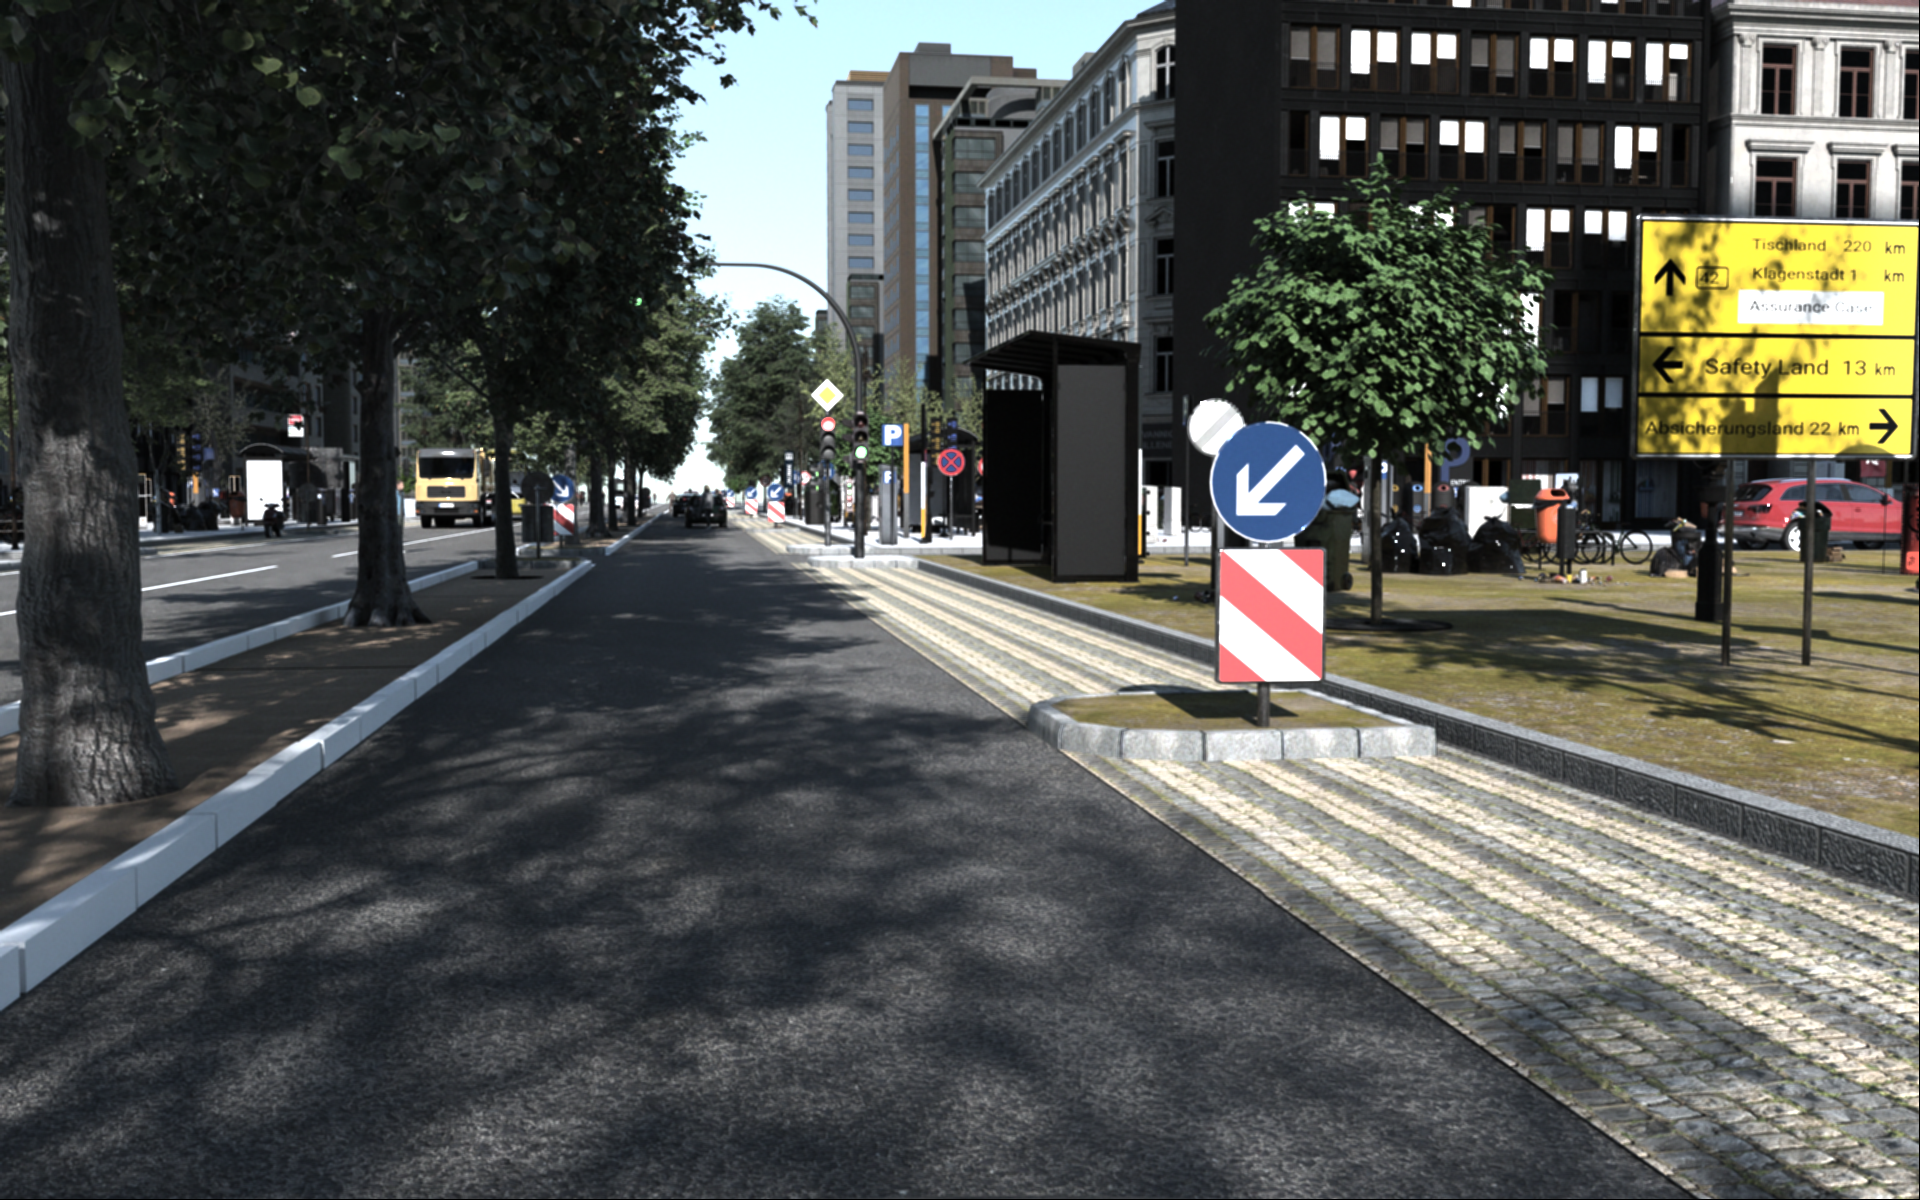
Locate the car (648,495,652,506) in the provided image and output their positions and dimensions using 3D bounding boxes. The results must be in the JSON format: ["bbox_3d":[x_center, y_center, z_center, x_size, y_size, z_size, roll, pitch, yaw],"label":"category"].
[{"bbox_3d":[-38.713,-12.256,212.386,2.014,1.417,4.499,-1,4,-10],"label":"car"}]

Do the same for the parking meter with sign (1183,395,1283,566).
[{"bbox_3d":[4.858,-2.111,30.780,1.738,3.016,0.543,0,4,-2],"label":"parking meter with sign"}]

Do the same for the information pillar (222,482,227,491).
[{"bbox_3d":[-46.237,-6.396,109.061,0.304,2.012,0.304,2,4,25],"label":"information pillar"}]

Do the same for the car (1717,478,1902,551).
[{"bbox_3d":[21.246,-2.051,42.208,5.304,1.827,2.281,-1,4,-9],"label":"car"}]

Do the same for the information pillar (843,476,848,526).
[{"bbox_3d":[-4.501,-4.720,68.530,0.183,3.616,0.504,-1,4,-10],"label":"information pillar"}]

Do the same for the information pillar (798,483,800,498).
[{"bbox_3d":[-10.786,-6.876,116.912,0.304,2.012,0.304,-1,4,-16],"label":"information pillar"}]

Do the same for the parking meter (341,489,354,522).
[{"bbox_3d":[-28.123,-4.333,79.257,0.372,1.533,0.369,0,3,0],"label":"parking meter"}]

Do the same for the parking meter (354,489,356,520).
[{"bbox_3d":[-30.241,-4.748,86.048,0.372,1.533,0.369,0,3,0],"label":"parking meter"}]

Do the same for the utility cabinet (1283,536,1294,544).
[{"bbox_3d":[8.240,-2.164,44.068,1.173,1.500,0.318,-3,5,-44],"label":"utility cabinet"}]

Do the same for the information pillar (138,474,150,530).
[{"bbox_3d":[-29.656,-3.560,62.694,0.304,2.012,0.304,3,5,44],"label":"information pillar"}]

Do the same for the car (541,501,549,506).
[{"bbox_3d":[-29.711,-6.841,120.895,2.155,1.783,4.494,-1,4,-8],"label":"car"}]

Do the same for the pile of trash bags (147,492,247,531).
[{"bbox_3d":[-26.522,-3.116,60.699,3.447,1.369,1.912,1,4,14],"label":"pile of trash bags"}]

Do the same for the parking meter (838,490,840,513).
[{"bbox_3d":[-7.451,-5.917,105.158,0.372,1.533,0.369,0,3,0],"label":"parking meter"}]

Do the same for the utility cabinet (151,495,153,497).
[{"bbox_3d":[-39.376,-4.489,84.555,0.306,1.237,1.020,-3,4,-39],"label":"utility cabinet"}]

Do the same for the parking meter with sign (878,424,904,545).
[{"bbox_3d":[-1.809,-2.925,44.086,0.543,3.016,1.738,-1,4,-9],"label":"parking meter with sign"}]

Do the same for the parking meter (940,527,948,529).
[{"bbox_3d":[-0.614,-3.596,64.498,0.399,1.863,0.255,-3,5,-41],"label":"parking meter"}]

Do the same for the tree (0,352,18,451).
[{"bbox_3d":[-35.545,-6.837,62.153,4.737,8.622,4.395,0,3,0],"label":"tree"}]

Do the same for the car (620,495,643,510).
[{"bbox_3d":[-29.211,-8.681,154.290,2.083,1.381,4.827,0,4,-7],"label":"car"}]

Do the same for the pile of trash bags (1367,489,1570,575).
[{"bbox_3d":[8.563,-1.147,28.504,3.447,1.369,1.912,-1,4,-21],"label":"pile of trash bags"}]

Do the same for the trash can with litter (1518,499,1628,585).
[{"bbox_3d":[9.121,-0.884,25.512,1.678,1.210,2.233,2,4,31],"label":"trash can with litter"}]

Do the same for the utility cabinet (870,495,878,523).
[{"bbox_3d":[-3.964,-4.100,78.199,0.306,1.237,1.020,-1,4,-18],"label":"utility cabinet"}]

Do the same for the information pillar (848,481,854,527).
[{"bbox_3d":[-4.081,-4.639,67.204,0.183,3.616,0.504,1,4,11],"label":"information pillar"}]

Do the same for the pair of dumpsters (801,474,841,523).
[{"bbox_3d":[-6.345,-4.704,79.397,1.574,2.255,4.437,-1,4,-9],"label":"pair of dumpsters"}]

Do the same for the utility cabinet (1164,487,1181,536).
[{"bbox_3d":[6.542,-2.726,53.246,0.318,1.500,1.173,0,4,-5],"label":"utility cabinet"}]

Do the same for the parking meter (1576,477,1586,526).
[{"bbox_3d":[21.171,-3.277,59.291,0.399,1.863,0.255,0,4,5],"label":"parking meter"}]

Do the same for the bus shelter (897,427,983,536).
[{"bbox_3d":[-0.668,-3.717,54.704,2.014,3.302,5.546,-1,4,-9],"label":"bus shelter"}]

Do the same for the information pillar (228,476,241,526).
[{"bbox_3d":[-29.482,-4.035,70.469,0.304,2.012,0.304,2,4,30],"label":"information pillar"}]

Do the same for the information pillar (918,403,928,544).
[{"bbox_3d":[-0.932,-3.277,44.941,0.183,3.616,0.504,0,4,6],"label":"information pillar"}]

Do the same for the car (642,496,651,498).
[{"bbox_3d":[-36.828,-11.695,200.259,2.155,1.783,4.494,0,4,-8],"label":"car"}]

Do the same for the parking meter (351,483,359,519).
[{"bbox_3d":[-31.481,-5.168,90.211,0.399,1.863,0.255,3,5,39],"label":"parking meter"}]

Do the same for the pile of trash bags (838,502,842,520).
[{"bbox_3d":[-4.994,-4.653,85.834,1.912,1.369,3.447,-1,4,-11],"label":"pile of trash bags"}]

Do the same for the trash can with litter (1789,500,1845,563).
[{"bbox_3d":[16.168,-1.298,32.615,1.055,1.170,0.624,-2,4,-34],"label":"trash can with litter"}]

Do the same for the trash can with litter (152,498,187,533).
[{"bbox_3d":[-26.004,-2.788,56.964,1.055,1.170,0.624,-1,4,-20],"label":"trash can with litter"}]

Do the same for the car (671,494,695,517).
[{"bbox_3d":[-17.196,-6.074,109.103,2.009,1.686,4.222,0,4,-8],"label":"car"}]

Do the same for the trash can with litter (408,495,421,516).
[{"bbox_3d":[-32.179,-5.467,100.446,2.233,1.210,1.678,-2,4,-33],"label":"trash can with litter"}]

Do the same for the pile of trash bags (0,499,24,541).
[{"bbox_3d":[-25.999,-2.391,48.844,1.912,1.369,3.447,2,4,32],"label":"pile of trash bags"}]

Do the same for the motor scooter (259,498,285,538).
[{"bbox_3d":[-22.674,-2.719,57.228,0.815,1.314,1.986,-1,4,-9],"label":"motor scooter"}]

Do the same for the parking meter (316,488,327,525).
[{"bbox_3d":[-26.252,-3.842,71.222,0.372,1.533,0.369,0,3,0],"label":"parking meter"}]

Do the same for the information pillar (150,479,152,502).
[{"bbox_3d":[-39.256,-4.842,83.661,0.304,2.012,0.304,-3,5,-43],"label":"information pillar"}]

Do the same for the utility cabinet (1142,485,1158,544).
[{"bbox_3d":[4.475,-2.158,43.970,1.173,1.500,0.318,-2,4,-32],"label":"utility cabinet"}]

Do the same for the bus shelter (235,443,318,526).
[{"bbox_3d":[-28.272,-4.766,71.853,2.014,3.302,5.546,-1,4,-9],"label":"bus shelter"}]

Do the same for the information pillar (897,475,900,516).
[{"bbox_3d":[-3.572,-6.602,99.296,0.183,3.616,0.504,-1,4,-20],"label":"information pillar"}]

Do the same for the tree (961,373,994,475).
[{"bbox_3d":[0.554,-9.422,104.414,4.737,8.622,4.395,0,3,0],"label":"tree"}]

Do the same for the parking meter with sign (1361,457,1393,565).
[{"bbox_3d":[7.624,-2.154,31.480,0.543,3.016,1.738,0,4,2],"label":"parking meter with sign"}]

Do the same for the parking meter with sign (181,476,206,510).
[{"bbox_3d":[-32.629,-4.750,73.926,0.543,3.016,1.738,1,4,22],"label":"parking meter with sign"}]

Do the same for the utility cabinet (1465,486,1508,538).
[{"bbox_3d":[15.163,-2.520,49.889,1.173,1.500,0.318,-1,4,-8],"label":"utility cabinet"}]

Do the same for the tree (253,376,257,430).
[{"bbox_3d":[-36.890,-8.288,85.870,4.360,8.622,3.978,0,3,0],"label":"tree"}]

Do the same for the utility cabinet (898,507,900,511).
[{"bbox_3d":[-4.387,-6.217,110.326,1.173,1.500,0.318,1,4,13],"label":"utility cabinet"}]

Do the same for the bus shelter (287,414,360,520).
[{"bbox_3d":[-33.067,-6.863,89.835,2.179,5.291,8.768,-1,4,-9],"label":"bus shelter"}]

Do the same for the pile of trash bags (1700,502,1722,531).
[{"bbox_3d":[26.490,-3.003,58.844,3.447,1.369,1.912,-2,4,-24],"label":"pile of trash bags"}]

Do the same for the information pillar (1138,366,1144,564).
[{"bbox_3d":[3.177,-2.489,32.044,0.183,3.616,0.504,-3,5,-40],"label":"information pillar"}]

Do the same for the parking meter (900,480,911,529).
[{"bbox_3d":[-2.021,-3.579,64.231,0.399,1.863,0.255,3,5,39],"label":"parking meter"}]

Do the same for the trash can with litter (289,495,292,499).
[{"bbox_3d":[-40.984,-5.864,106.925,1.678,1.210,2.233,1,4,16],"label":"trash can with litter"}]

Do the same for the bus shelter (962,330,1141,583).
[{"bbox_3d":[1.367,-2.247,28.014,1.731,3.624,6.357,-1,4,-9],"label":"bus shelter"}]

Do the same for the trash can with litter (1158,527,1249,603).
[{"bbox_3d":[3.385,-0.602,20.896,1.678,1.210,2.233,0,4,-2],"label":"trash can with litter"}]

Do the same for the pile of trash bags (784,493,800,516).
[{"bbox_3d":[-9.583,-5.682,102.654,1.912,1.369,3.447,-2,4,-32],"label":"pile of trash bags"}]

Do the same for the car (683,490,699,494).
[{"bbox_3d":[-28.291,-10.607,182.104,2.281,1.827,5.304,-1,4,-9],"label":"car"}]

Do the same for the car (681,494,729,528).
[{"bbox_3d":[-10.885,-3.931,74.063,2.009,1.686,4.222,-1,4,-10],"label":"car"}]
